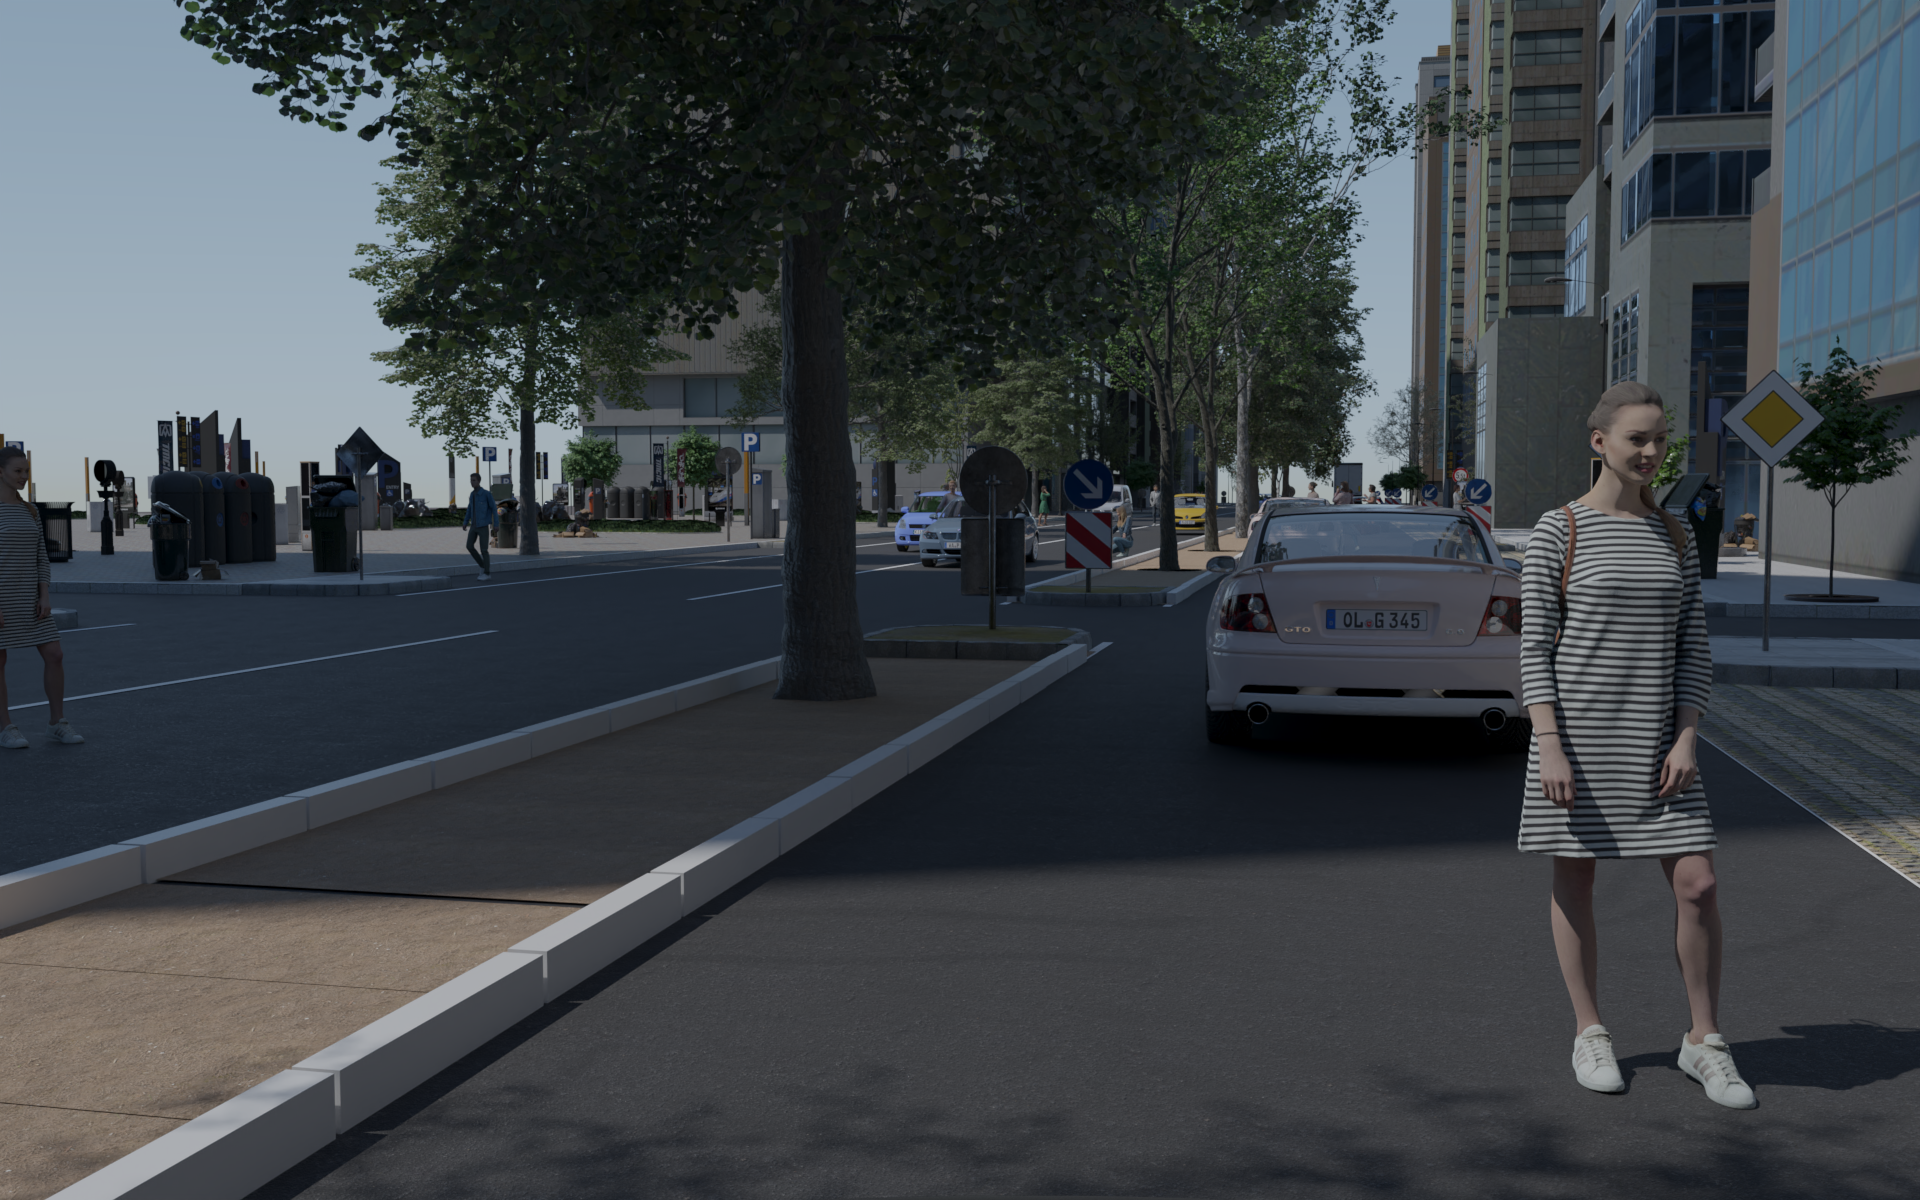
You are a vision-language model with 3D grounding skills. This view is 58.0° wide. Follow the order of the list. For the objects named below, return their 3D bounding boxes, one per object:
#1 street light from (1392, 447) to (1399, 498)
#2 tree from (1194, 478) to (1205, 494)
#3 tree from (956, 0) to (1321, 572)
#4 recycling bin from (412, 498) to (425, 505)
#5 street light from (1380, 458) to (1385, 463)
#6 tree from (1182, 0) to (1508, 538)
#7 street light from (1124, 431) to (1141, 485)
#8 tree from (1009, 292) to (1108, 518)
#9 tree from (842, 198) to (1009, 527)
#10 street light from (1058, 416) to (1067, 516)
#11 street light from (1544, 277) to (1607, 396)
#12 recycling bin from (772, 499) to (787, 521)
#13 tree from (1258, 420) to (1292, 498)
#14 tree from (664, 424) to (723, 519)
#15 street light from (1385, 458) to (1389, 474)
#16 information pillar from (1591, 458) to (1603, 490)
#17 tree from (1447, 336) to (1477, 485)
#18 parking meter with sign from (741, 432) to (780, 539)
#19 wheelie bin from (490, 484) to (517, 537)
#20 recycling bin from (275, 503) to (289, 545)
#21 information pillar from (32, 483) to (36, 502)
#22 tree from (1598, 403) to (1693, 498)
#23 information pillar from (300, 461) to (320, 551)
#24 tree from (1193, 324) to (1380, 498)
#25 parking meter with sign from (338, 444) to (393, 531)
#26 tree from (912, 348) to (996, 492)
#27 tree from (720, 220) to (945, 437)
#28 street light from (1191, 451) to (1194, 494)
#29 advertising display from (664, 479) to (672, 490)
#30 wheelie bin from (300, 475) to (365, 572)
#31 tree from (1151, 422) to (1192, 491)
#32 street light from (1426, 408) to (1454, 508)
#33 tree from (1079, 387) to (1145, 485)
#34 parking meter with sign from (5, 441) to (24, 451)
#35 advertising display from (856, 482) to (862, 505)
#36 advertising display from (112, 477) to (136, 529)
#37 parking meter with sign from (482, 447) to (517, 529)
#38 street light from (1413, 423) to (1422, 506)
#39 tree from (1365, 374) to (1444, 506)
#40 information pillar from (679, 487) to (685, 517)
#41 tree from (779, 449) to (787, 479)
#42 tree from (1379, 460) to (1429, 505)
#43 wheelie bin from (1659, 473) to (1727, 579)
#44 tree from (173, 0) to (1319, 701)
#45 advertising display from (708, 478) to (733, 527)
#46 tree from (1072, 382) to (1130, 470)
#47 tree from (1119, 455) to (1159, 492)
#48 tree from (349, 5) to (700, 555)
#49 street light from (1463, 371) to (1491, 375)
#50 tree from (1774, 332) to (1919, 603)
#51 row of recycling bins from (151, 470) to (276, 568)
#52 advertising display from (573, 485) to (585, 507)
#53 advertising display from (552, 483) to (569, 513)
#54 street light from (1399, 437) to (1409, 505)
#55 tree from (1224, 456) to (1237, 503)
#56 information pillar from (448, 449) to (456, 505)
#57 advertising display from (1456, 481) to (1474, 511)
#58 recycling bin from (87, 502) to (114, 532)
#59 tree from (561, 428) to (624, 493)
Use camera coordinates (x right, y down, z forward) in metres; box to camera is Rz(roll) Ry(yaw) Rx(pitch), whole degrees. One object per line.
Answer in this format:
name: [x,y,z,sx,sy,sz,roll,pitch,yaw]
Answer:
street light: [43.081,-12.028,169.203,1.470,5.913,1.316,1,4,13]
tree: [28.670,-12.850,204.691,1.663,3.219,1.824,0,3,0]
tree: [3.793,-6.342,31.903,9.928,11.665,9.643,0,3,0]
recycling bin: [-31.918,-5.459,101.815,0.722,1.027,0.722,0,4,6]
street light: [54.785,-15.235,221.628,1.470,5.913,1.316,1,4,13]
tree: [10.085,-11.974,54.120,12.611,20.169,13.585,0,3,0]
street light: [12.756,-9.546,128.611,1.470,5.913,1.316,1,4,13]
tree: [4.101,-10.709,93.222,7.486,12.596,7.792,0,3,0]
tree: [-3.228,-9.099,66.901,7.486,12.596,7.792,0,3,0]
street light: [6.387,-7.834,100.627,1.470,5.913,1.316,1,4,13]
street light: [13.194,-3.949,37.106,1.470,5.913,1.316,1,4,13]
recycling bin: [-8.685,-4.316,83.116,0.722,1.027,0.722,3,5,42]
tree: [15.493,-8.047,84.392,4.737,8.622,4.395,0,3,0]
tree: [-12.233,-5.889,80.003,4.285,4.588,4.351,0,3,0]
street light: [48.419,-13.486,193.032,1.470,5.913,1.316,1,4,13]
information pillar: [13.129,-1.896,35.485,0.304,2.012,0.304,-3,4,-39]
tree: [23.476,-7.724,76.655,4.360,8.622,3.978,0,3,0]
parking meter with sign: [-5.694,-3.278,49.862,0.543,3.016,1.738,1,4,16]
wheelie bin: [-13.706,-2.685,51.807,0.980,1.594,0.693,0,4,-3]
recycling bin: [-17.447,-1.913,43.838,0.722,1.027,0.722,-2,4,-31]
information pillar: [-59.497,-6.521,111.114,0.304,2.012,0.304,0,4,-1]
tree: [12.655,-2.291,32.059,1.663,3.219,1.824,0,3,0]
information pillar: [-14.592,-2.106,38.922,0.304,2.012,0.304,2,4,23]
tree: [17.431,-10.575,92.373,9.611,12.733,9.660,0,3,0]
parking meter with sign: [-20.828,-3.944,60.740,1.738,3.016,0.543,0,4,-3]
tree: [-0.405,-8.329,86.536,4.737,8.622,4.395,0,3,0]
tree: [-4.384,-7.470,56.554,7.601,10.594,8.767,1,4,21]
street light: [24.946,-12.851,182.650,1.470,5.913,1.316,1,4,13]
advertising display: [-12.901,-4.363,76.546,0.123,1.923,0.974,0,4,5]
wheelie bin: [-10.292,-1.262,28.546,0.980,1.594,0.693,0,4,2]
tree: [20.246,-13.106,164.650,4.360,8.622,3.978,0,3,0]
street light: [26.076,-7.412,93.719,1.470,5.913,1.316,1,4,13]
tree: [10.396,-10.367,119.860,4.737,8.622,4.395,0,3,0]
parking meter with sign: [-30.942,-3.662,56.129,0.543,3.016,1.738,0,4,-7]
advertising display: [-5.281,-5.100,88.600,0.123,1.923,0.974,1,4,20]
advertising display: [-31.019,-3.613,64.279,0.974,1.923,0.123,1,4,19]
parking meter with sign: [-16.727,-4.091,63.151,0.543,3.016,1.738,-3,5,-43]
street light: [30.295,-8.586,112.924,1.470,5.913,1.316,1,4,13]
tree: [46.313,-16.302,176.913,12.009,13.543,11.850,0,3,0]
information pillar: [-15.767,-5.729,98.156,0.304,2.012,0.304,0,4,1]
tree: [-7.640,-6.416,88.620,4.285,4.588,4.351,0,3,0]
tree: [42.401,-10.963,162.958,4.285,4.588,4.351,0,3,0]
wheelie bin: [11.185,-1.129,26.361,0.693,1.594,0.980,0,4,-7]
tree: [-0.958,-6.274,11.688,9.857,13.997,8.962,0,3,0]
advertising display: [-9.474,-3.866,68.421,0.974,1.923,0.123,0,4,-1]
tree: [9.127,-10.078,115.136,4.360,8.622,3.978,0,3,0]
tree: [15.064,-9.896,145.519,4.285,4.588,4.351,0,3,0]
tree: [-8.740,-7.214,36.080,7.486,12.596,7.792,0,3,0]
street light: [19.691,-5.680,65.408,1.470,5.913,1.316,1,4,13]
tree: [10.377,-1.601,20.782,1.663,3.219,1.824,0,3,0]
row of recycling bins: [-13.649,-1.502,31.671,1.069,1.692,3.534,0,4,4]
advertising display: [-20.558,-5.398,93.470,0.123,1.923,0.974,1,4,22]
advertising display: [-23.937,-6.033,103.852,0.974,1.923,0.123,0,4,5]
street light: [36.717,-10.297,140.897,1.470,5.913,1.316,1,4,13]
tree: [39.948,-18.468,252.320,4.360,8.622,3.978,0,3,0]
information pillar: [-26.435,-6.040,90.115,0.183,3.616,0.504,1,4,17]
advertising display: [24.066,-4.717,82.340,0.974,1.923,0.123,0,4,3]
recycling bin: [-29.023,-2.808,58.459,0.722,1.027,0.722,-2,4,-34]
tree: [-18.333,-6.265,86.141,4.285,4.588,4.351,0,3,0]
